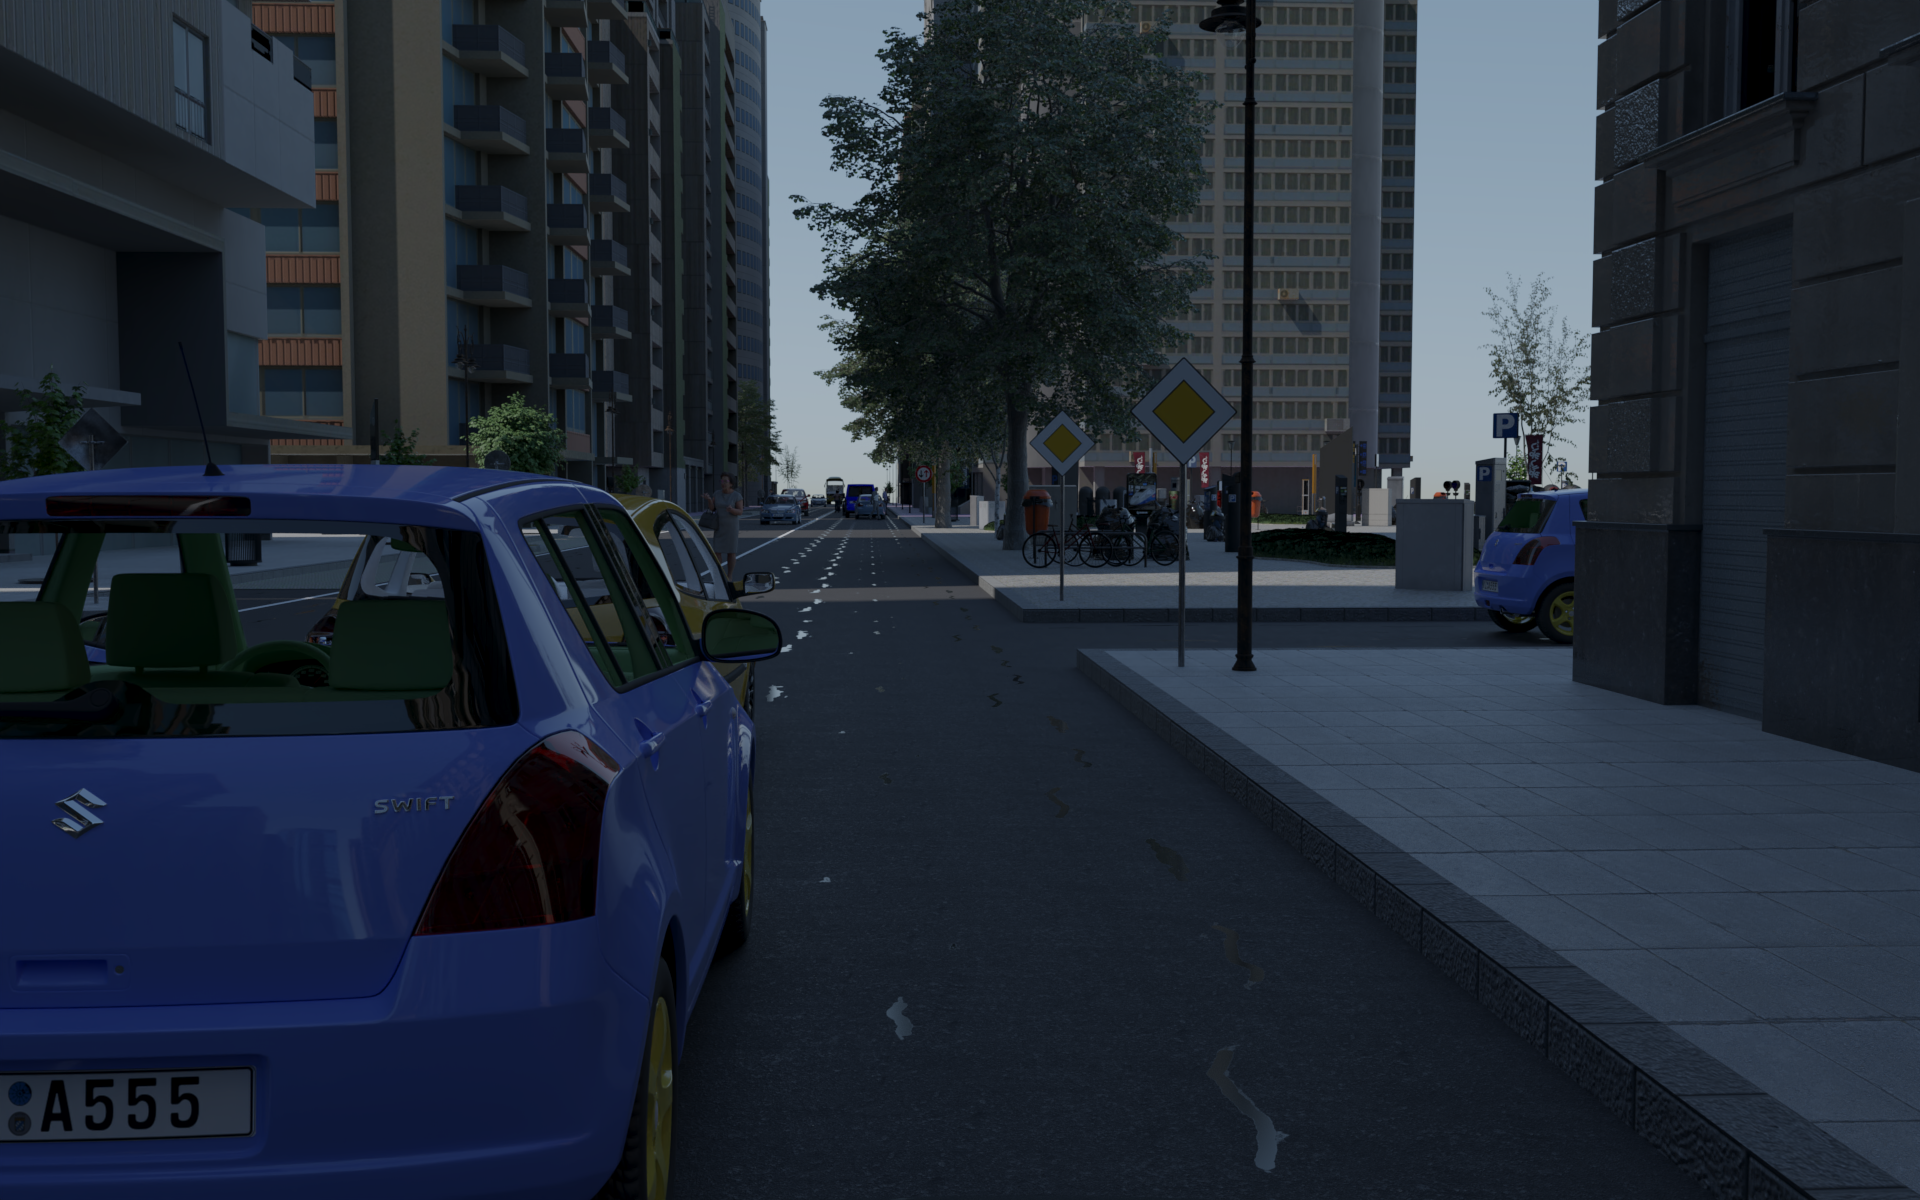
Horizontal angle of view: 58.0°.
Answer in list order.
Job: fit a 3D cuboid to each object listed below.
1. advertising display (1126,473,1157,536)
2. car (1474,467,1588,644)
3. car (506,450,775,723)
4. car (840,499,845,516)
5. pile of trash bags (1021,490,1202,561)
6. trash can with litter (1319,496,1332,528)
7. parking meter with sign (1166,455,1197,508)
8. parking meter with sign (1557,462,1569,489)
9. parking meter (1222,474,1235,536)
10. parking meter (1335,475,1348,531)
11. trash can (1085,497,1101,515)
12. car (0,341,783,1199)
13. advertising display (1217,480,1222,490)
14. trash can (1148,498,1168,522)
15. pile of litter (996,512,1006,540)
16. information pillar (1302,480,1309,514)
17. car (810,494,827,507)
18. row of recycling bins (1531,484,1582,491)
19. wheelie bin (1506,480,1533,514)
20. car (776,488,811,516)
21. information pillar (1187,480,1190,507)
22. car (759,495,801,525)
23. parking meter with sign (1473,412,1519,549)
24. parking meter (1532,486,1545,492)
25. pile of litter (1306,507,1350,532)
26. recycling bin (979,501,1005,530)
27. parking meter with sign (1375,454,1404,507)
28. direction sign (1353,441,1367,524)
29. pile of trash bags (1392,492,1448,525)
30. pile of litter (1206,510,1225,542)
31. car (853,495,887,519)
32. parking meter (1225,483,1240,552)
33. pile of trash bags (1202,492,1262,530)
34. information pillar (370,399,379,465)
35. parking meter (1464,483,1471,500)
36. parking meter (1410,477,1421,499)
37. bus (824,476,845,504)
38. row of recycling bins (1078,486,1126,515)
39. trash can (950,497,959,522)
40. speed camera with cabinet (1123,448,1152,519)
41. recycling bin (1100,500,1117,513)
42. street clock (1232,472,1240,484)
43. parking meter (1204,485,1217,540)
[{"bbox_3d":[5.567,-2.930,53.118,0.974,1.923,0.123,-1,4,-18],"label":"advertising display"},{"bbox_3d":[7.102,-0.473,17.330,3.694,1.707,1.945,0,4,-1],"label":"car"},{"bbox_3d":[-1.976,0.091,8.731,2.015,1.641,3.980,0,4,-3],"label":"car"},{"bbox_3d":[-7.036,-6.509,116.211,2.009,1.686,4.222,0,4,-3],"label":"car"},{"bbox_3d":[2.889,-1.501,34.294,3.447,1.369,1.912,1,4,15],"label":"pile of trash bags"},{"bbox_3d":[13.767,-3.328,65.476,1.678,1.210,2.233,0,4,7],"label":"trash can with litter"},{"bbox_3d":[9.948,-5.038,78.639,0.543,3.016,1.738,-2,4,-34],"label":"parking meter with sign"},{"bbox_3d":[32.758,-5.942,93.405,0.543,3.016,1.738,3,5,41],"label":"parking meter with sign"},{"bbox_3d":[7.709,-2.689,49.678,0.399,1.863,0.255,0,4,5],"label":"parking meter"},{"bbox_3d":[11.458,-2.836,52.079,0.255,1.863,0.399,-1,4,-11],"label":"parking meter"},{"bbox_3d":[6.173,-4.194,80.219,0.748,1.137,0.748,0,3,0],"label":"trash can"},{"bbox_3d":[-1.439,0.319,4.377,1.945,1.707,3.694,0,4,-3],"label":"car"},{"bbox_3d":[12.407,-4.654,81.302,0.974,1.923,0.123,-3,5,-43],"label":"advertising display"},{"bbox_3d":[6.950,-3.024,61.093,0.748,1.137,0.748,0,3,0],"label":"trash can"},{"bbox_3d":[1.661,-2.107,48.414,1.176,0.858,1.719,3,5,41],"label":"pile of litter"},{"bbox_3d":[17.637,-5.134,88.425,0.304,2.012,0.304,0,4,4],"label":"information pillar"},{"bbox_3d":[-15.785,-11.071,193.015,2.014,1.417,4.499,0,4,-5],"label":"car"},{"bbox_3d":[24.036,-3.953,71.738,3.534,1.692,1.069,-1,4,-9],"label":"row of recycling bins"},{"bbox_3d":[12.490,-1.894,38.867,0.980,1.594,0.693,1,4,12],"label":"wheelie bin"},{"bbox_3d":[-11.017,-6.471,114.473,2.281,1.827,5.304,0,4,-5],"label":"car"},{"bbox_3d":[11.387,-5.070,87.389,0.304,2.012,0.304,2,4,31],"label":"information pillar"},{"bbox_3d":[-8.530,-4.313,82.518,2.014,1.417,4.499,0,4,-2],"label":"car"},{"bbox_3d":[11.167,-2.464,36.543,0.543,3.016,1.738,3,5,39],"label":"parking meter with sign"},{"bbox_3d":[17.638,-2.716,52.818,0.372,1.533,0.369,0,3,0],"label":"parking meter"},{"bbox_3d":[12.179,-2.659,57.439,1.719,0.858,1.176,-1,4,-11],"label":"pile of litter"},{"bbox_3d":[1.146,-3.003,61.648,0.722,1.027,0.722,-2,4,-24],"label":"recycling bin"},{"bbox_3d":[18.858,-4.814,74.973,1.738,3.016,0.543,1,4,22],"label":"parking meter with sign"},{"bbox_3d":[16.938,-5.011,73.934,0.876,3.537,0.379,-1,4,-13],"label":"direction sign"},{"bbox_3d":[18.912,-3.784,71.618,3.447,1.369,1.912,-3,4,-36],"label":"pile of trash bags"},{"bbox_3d":[7.231,-2.019,46.972,1.176,0.858,1.719,2,4,32],"label":"pile of litter"},{"bbox_3d":[-5.175,-5.353,99.521,2.014,1.417,4.499,0,4,-3],"label":"car"},{"bbox_3d":[6.043,-1.825,38.252,0.372,1.533,0.369,0,3,0],"label":"parking meter"},{"bbox_3d":[9.649,-3.262,63.085,1.912,1.369,3.447,-3,4,-38],"label":"pile of trash bags"},{"bbox_3d":[-14.417,-3.141,42.713,0.183,3.616,0.504,-2,4,-33],"label":"information pillar"},{"bbox_3d":[25.560,-4.991,87.318,0.255,1.863,0.399,0,4,4],"label":"parking meter"},{"bbox_3d":[15.806,-3.329,60.148,0.255,1.863,0.399,-1,4,-14],"label":"parking meter"},{"bbox_3d":[-17.734,-15.542,245.653,2.896,3.916,12.252,0,4,-4],"label":"bus"},{"bbox_3d":[7.095,-5.134,91.052,3.534,1.692,1.069,0,4,7],"label":"row of recycling bins"},{"bbox_3d":[-0.394,-4.189,80.148,0.748,1.137,0.748,0,3,0],"label":"trash can"},{"bbox_3d":[7.799,-4.956,75.366,0.660,3.252,2.038,-1,4,-22],"label":"speed camera with cabinet"},{"bbox_3d":[6.740,-4.042,78.643,0.722,1.027,0.722,1,4,8],"label":"recycling bin"},{"bbox_3d":[9.065,-3.158,56.200,0.471,2.002,0.358,-1,4,-15],"label":"street clock"},{"bbox_3d":[7.045,-2.466,48.723,0.372,1.533,0.369,0,3,0],"label":"parking meter"}]
